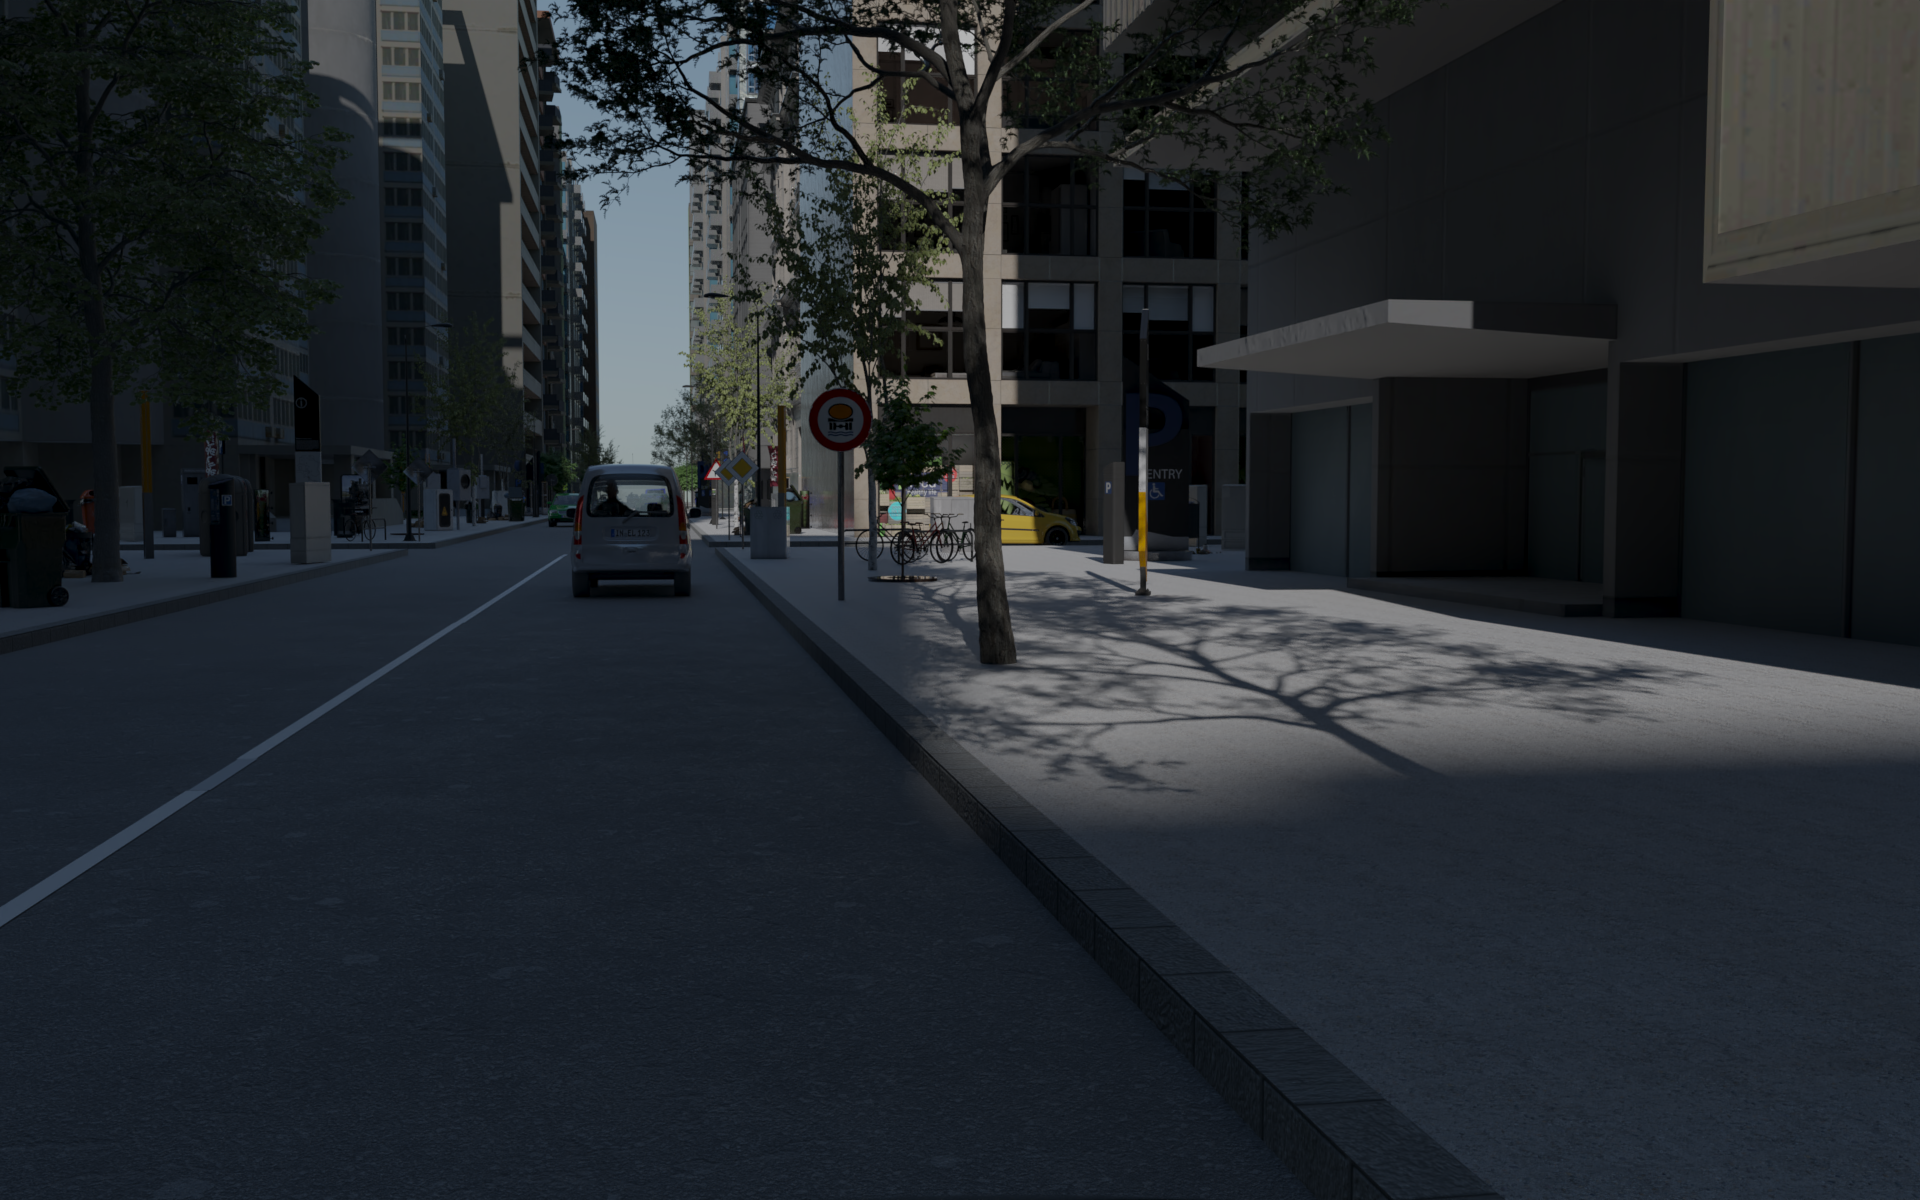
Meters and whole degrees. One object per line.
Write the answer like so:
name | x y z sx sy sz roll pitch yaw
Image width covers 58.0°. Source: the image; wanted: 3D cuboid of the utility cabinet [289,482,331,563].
utility cabinet | -12.035 -1.430 32.064 0.318 1.500 1.173 0 4 1

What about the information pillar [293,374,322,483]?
information pillar | -12.776 -2.603 33.918 0.504 3.616 0.183 -1 4 -11

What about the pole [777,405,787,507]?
pole | -4.096 -2.816 39.886 0.158 3.312 0.155 0 3 0

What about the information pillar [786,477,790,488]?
information pillar | -7.640 -4.344 75.524 0.304 2.012 0.304 3 4 37

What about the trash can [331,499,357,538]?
trash can | -18.058 -2.395 50.806 0.748 1.137 0.748 0 3 0

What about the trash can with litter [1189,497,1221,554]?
trash can with litter | 4.484 -1.597 37.170 2.233 1.210 1.678 1 4 9

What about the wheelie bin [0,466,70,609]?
wheelie bin | -10.568 -0.716 19.617 0.980 1.594 0.693 2 4 26

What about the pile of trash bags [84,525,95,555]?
pile of trash bags | -19.254 -1.575 35.507 3.447 1.369 1.912 -3 5 -40

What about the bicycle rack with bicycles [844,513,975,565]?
bicycle rack with bicycles | -0.805 -1.185 32.763 2.925 0.926 2.852 -3 5 -39

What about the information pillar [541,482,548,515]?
information pillar | -25.148 -6.137 104.836 0.304 2.012 0.304 -2 4 -27

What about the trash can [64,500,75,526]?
trash can | -23.461 -2.052 45.197 0.748 1.137 0.748 0 3 0

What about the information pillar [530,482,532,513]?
information pillar | -25.288 -5.998 102.566 0.304 2.012 0.304 -2 4 -25

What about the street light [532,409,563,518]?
street light | -22.693 -7.469 94.657 1.470 5.913 1.316 -1 4 -10

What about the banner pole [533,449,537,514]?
banner pole | -23.581 -6.490 96.124 0.401 3.779 0.863 0 4 0

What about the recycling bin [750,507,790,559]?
recycling bin | -3.783 -1.343 34.508 0.722 1.027 0.722 0 4 0

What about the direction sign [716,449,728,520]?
direction sign | -11.975 -5.826 87.247 0.876 3.537 0.379 3 4 38

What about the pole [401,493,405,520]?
pole | -27.500 -5.605 85.485 0.158 3.312 0.155 0 3 0

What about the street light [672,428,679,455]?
street light | -19.351 -9.111 121.502 1.470 5.913 1.316 -1 4 -10

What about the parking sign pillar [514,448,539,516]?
parking sign pillar | -25.318 -6.808 99.786 1.447 3.967 1.447 0 4 -3

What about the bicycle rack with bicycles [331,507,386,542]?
bicycle rack with bicycles | -17.062 -2.072 47.267 2.852 0.926 2.925 0 4 3

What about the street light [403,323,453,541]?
street light | -14.456 -4.559 47.083 1.470 5.913 1.316 -1 4 -10

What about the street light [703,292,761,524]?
street light | -5.215 -4.136 40.161 1.470 5.913 1.316 -1 4 -10

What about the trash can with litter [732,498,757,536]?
trash can with litter | -6.638 -2.582 53.610 1.055 1.170 0.624 2 4 35

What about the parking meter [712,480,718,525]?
parking meter | -10.112 -4.023 71.492 0.255 1.863 0.399 0 4 -6

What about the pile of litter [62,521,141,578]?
pile of litter | -13.570 -0.803 27.093 1.176 0.858 1.719 2 4 29

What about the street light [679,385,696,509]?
street light | -11.109 -6.197 73.863 1.470 5.913 1.316 -1 4 -10

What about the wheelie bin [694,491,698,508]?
wheelie bin | -15.455 -5.820 103.058 0.693 1.594 0.980 -1 4 -13

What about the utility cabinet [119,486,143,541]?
utility cabinet | -22.505 -2.345 47.021 1.173 1.500 0.318 3 5 44

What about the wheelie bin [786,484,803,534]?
wheelie bin | -5.403 -2.913 55.543 0.693 1.594 0.980 -1 4 -11

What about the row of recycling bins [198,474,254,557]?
row of recycling bins | -15.686 -1.827 36.991 1.069 1.692 3.534 -1 4 -19

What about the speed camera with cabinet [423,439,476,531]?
speed camera with cabinet | -18.114 -4.089 61.195 0.660 3.252 2.038 1 4 20

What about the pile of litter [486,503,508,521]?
pile of litter | -22.262 -4.287 84.050 1.719 0.858 1.176 -2 4 -29

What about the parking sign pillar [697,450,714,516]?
parking sign pillar | -14.826 -6.891 101.145 1.447 3.967 1.447 -3 4 -38

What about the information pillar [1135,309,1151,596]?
information pillar | 2.314 -1.863 21.821 0.183 3.616 0.504 1 4 9

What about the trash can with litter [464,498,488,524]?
trash can with litter | -21.083 -3.925 75.559 1.055 1.170 0.624 1 4 16

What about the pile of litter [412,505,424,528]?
pile of litter | -20.550 -3.202 66.326 1.176 0.858 1.719 0 4 3

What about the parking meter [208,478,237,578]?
parking meter | -11.321 -1.112 26.588 0.372 1.533 0.369 0 3 0

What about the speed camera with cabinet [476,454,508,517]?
speed camera with cabinet | -23.271 -5.631 86.410 2.038 3.252 0.660 -3 5 -41

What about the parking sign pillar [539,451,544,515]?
parking sign pillar | -26.486 -7.309 107.966 1.447 3.967 1.447 3 4 39

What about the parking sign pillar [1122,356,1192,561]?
parking sign pillar | 3.797 -2.761 33.609 1.447 3.967 1.447 0 4 6

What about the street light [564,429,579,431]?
street light | -27.646 -9.182 122.670 1.470 5.913 1.316 -1 4 -10

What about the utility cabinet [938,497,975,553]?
utility cabinet | 0.012 -1.650 38.147 0.306 1.237 1.020 3 4 37

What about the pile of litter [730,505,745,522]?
pile of litter | -9.890 -4.037 79.975 1.719 0.858 1.176 3 5 44

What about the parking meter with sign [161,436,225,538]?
parking meter with sign | -22.825 -3.383 51.567 1.738 3.016 0.543 -2 4 -32

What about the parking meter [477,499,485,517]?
parking meter | -25.095 -5.036 90.745 0.372 1.533 0.369 0 3 0

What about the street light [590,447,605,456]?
street light | -35.875 -12.084 170.118 1.470 5.913 1.316 -1 4 -10

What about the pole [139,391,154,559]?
pole | -16.091 -2.472 34.265 0.158 3.312 0.155 0 3 0

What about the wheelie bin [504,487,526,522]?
wheelie bin | -21.151 -4.573 82.675 0.980 1.594 0.693 3 4 39

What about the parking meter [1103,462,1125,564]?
parking meter | 2.815 -1.592 31.739 0.255 1.863 0.399 -2 4 -27

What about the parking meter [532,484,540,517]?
parking meter | -24.085 -5.668 98.382 0.399 1.863 0.255 -1 4 -19
